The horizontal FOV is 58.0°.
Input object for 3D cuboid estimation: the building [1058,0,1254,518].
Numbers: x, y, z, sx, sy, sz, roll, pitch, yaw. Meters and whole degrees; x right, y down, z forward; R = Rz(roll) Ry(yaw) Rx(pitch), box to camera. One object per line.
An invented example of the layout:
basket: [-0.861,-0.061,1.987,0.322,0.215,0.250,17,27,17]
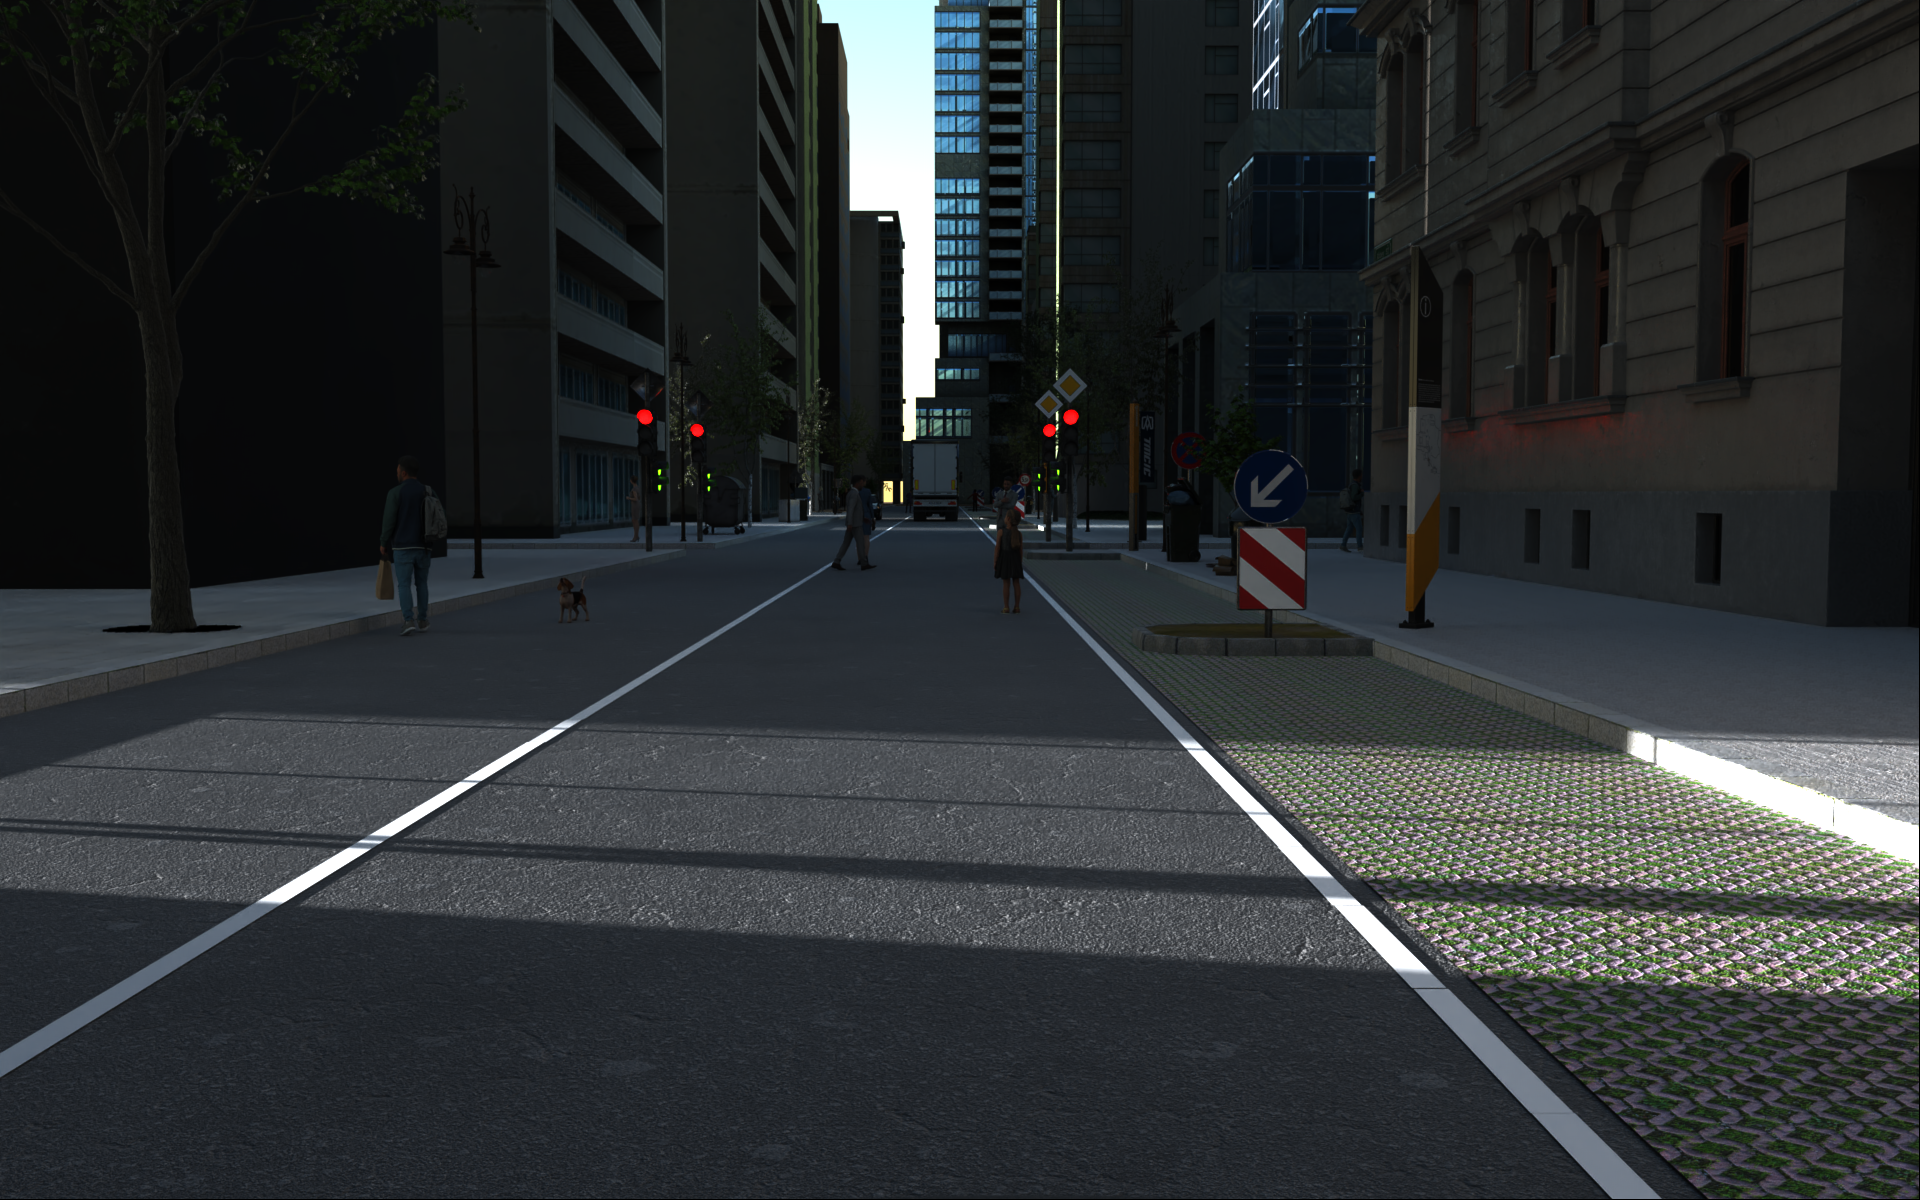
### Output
building: [12.460,-25.422,99.236,14.154,41.232,14.086,0,4,0]

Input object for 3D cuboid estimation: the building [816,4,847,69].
building: [-17.835,-31.375,163.083,14.600,45.320,14.200,0,4,0]

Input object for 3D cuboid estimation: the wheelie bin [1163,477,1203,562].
wheelie bin: [4.215,-1.525,32.838,0.693,1.594,0.980,0,4,-5]

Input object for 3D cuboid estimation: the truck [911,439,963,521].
truck: [-1.279,-6.452,94.406,2.839,4.237,11.283,0,3,0]

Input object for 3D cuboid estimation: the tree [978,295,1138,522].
tree: [4.645,-8.928,80.382,8.767,10.594,7.601,2,4,33]

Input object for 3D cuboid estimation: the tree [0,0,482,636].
tree: [-7.517,-5.516,15.938,9.928,11.665,9.643,0,3,0]

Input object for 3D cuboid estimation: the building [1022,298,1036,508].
building: [20.369,-19.617,165.777,27.650,21.520,28.899,0,4,0]

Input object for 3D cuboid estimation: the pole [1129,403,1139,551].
pole: [3.929,-2.767,39.078,0.158,3.312,0.155,0,3,0]

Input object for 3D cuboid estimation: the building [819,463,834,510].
building: [-21.203,-43.215,144.821,20.563,71.187,20.611,0,4,0]

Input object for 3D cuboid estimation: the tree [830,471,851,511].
tree: [-9.214,-8.562,134.597,1.663,3.219,1.824,0,3,0]

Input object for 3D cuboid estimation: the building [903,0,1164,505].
building: [8.515,-55.356,217.743,31.000,86.520,22.319,0,4,0]

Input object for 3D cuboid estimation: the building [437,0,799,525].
building: [-19.880,-28.406,88.142,21.300,48.544,21.600,0,4,0]

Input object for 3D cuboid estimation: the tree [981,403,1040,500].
tree: [4.555,-10.936,129.172,4.360,8.622,3.978,0,3,0]

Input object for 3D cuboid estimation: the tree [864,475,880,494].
tree: [-8.598,-10.676,169.157,1.663,3.219,1.824,0,3,0]

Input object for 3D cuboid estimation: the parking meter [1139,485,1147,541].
parking meter: [4.973,-2.410,47.812,0.372,1.533,0.369,0,3,0]

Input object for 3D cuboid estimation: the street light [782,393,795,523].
street light: [-7.683,-6.410,77.599,0.468,5.910,1.993,0,4,0]

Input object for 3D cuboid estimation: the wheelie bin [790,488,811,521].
wheelie bin: [-7.656,-4.599,83.109,0.980,1.594,0.693,0,4,-4]

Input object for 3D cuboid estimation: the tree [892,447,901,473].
tree: [-9.029,-14.900,193.980,4.737,8.622,4.395,0,3,0]

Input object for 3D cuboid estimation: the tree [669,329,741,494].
tree: [-11.818,-7.718,76.546,4.360,8.622,3.978,0,3,0]

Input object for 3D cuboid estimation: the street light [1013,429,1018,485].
street light: [3.845,-9.059,120.906,0.468,5.910,1.993,0,4,0]

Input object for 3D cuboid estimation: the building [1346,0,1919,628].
building: [14.511,-14.432,23.353,14.401,28.519,23.554,0,4,0]

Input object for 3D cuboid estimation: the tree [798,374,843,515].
tree: [-9.305,-9.459,105.019,4.360,8.622,3.978,0,3,0]

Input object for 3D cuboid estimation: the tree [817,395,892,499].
tree: [-8.299,-10.889,128.402,4.737,8.622,4.395,0,3,0]

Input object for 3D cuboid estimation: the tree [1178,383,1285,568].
tree: [4.934,-2.179,30.229,1.663,3.219,1.824,0,3,0]

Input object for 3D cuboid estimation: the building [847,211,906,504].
building: [-19.144,-32.507,223.376,23.993,40.220,32.217,0,4,0]

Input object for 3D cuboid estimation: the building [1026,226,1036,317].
building: [14.048,-25.456,187.911,14.160,30.474,14.107,0,4,0]

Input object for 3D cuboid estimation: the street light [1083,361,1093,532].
street light: [4.338,-5.252,58.654,0.468,5.910,1.993,0,4,0]

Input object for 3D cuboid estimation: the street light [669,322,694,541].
street light: [-7.502,-4.527,46.811,0.468,5.910,1.993,0,4,0]

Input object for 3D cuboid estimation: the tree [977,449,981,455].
tree: [3.863,-14.331,184.680,4.360,8.622,3.978,0,3,0]

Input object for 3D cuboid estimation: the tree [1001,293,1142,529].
tree: [4.485,-6.951,64.010,4.737,8.622,4.395,0,3,0]

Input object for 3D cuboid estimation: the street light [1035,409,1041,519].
street light: [4.065,-7.135,89.441,0.468,5.910,1.993,0,4,0]

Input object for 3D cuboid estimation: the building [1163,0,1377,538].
building: [22.976,-45.669,59.353,31.000,86.520,22.319,0,4,0]

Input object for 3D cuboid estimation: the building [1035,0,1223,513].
building: [13.231,-28.139,143.669,14.154,41.232,14.086,0,4,0]

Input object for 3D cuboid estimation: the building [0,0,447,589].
building: [-18.398,-12.171,28.680,15.834,23.373,12.332,0,4,0]

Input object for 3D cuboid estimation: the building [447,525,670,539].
building: [-22.379,-26.598,58.578,21.300,48.544,21.600,0,4,0]

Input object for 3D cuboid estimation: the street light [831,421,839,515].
street light: [-7.832,-8.294,108.387,0.468,5.910,1.993,0,4,0]

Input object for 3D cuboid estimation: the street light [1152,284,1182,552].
street light: [4.563,-4.008,38.323,0.468,5.910,1.993,0,4,0]

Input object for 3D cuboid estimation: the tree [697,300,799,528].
tree: [-8.112,-7.099,66.426,4.737,8.622,4.395,0,3,0]

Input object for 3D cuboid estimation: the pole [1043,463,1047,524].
pole: [3.651,-4.869,73.451,0.158,3.312,0.155,0,3,0]

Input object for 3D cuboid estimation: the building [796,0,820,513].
building: [-18.011,-27.198,128.281,14.154,41.232,14.086,0,4,0]

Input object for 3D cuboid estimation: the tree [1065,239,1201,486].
tree: [5.085,-6.143,50.801,4.360,8.622,3.978,0,3,0]
